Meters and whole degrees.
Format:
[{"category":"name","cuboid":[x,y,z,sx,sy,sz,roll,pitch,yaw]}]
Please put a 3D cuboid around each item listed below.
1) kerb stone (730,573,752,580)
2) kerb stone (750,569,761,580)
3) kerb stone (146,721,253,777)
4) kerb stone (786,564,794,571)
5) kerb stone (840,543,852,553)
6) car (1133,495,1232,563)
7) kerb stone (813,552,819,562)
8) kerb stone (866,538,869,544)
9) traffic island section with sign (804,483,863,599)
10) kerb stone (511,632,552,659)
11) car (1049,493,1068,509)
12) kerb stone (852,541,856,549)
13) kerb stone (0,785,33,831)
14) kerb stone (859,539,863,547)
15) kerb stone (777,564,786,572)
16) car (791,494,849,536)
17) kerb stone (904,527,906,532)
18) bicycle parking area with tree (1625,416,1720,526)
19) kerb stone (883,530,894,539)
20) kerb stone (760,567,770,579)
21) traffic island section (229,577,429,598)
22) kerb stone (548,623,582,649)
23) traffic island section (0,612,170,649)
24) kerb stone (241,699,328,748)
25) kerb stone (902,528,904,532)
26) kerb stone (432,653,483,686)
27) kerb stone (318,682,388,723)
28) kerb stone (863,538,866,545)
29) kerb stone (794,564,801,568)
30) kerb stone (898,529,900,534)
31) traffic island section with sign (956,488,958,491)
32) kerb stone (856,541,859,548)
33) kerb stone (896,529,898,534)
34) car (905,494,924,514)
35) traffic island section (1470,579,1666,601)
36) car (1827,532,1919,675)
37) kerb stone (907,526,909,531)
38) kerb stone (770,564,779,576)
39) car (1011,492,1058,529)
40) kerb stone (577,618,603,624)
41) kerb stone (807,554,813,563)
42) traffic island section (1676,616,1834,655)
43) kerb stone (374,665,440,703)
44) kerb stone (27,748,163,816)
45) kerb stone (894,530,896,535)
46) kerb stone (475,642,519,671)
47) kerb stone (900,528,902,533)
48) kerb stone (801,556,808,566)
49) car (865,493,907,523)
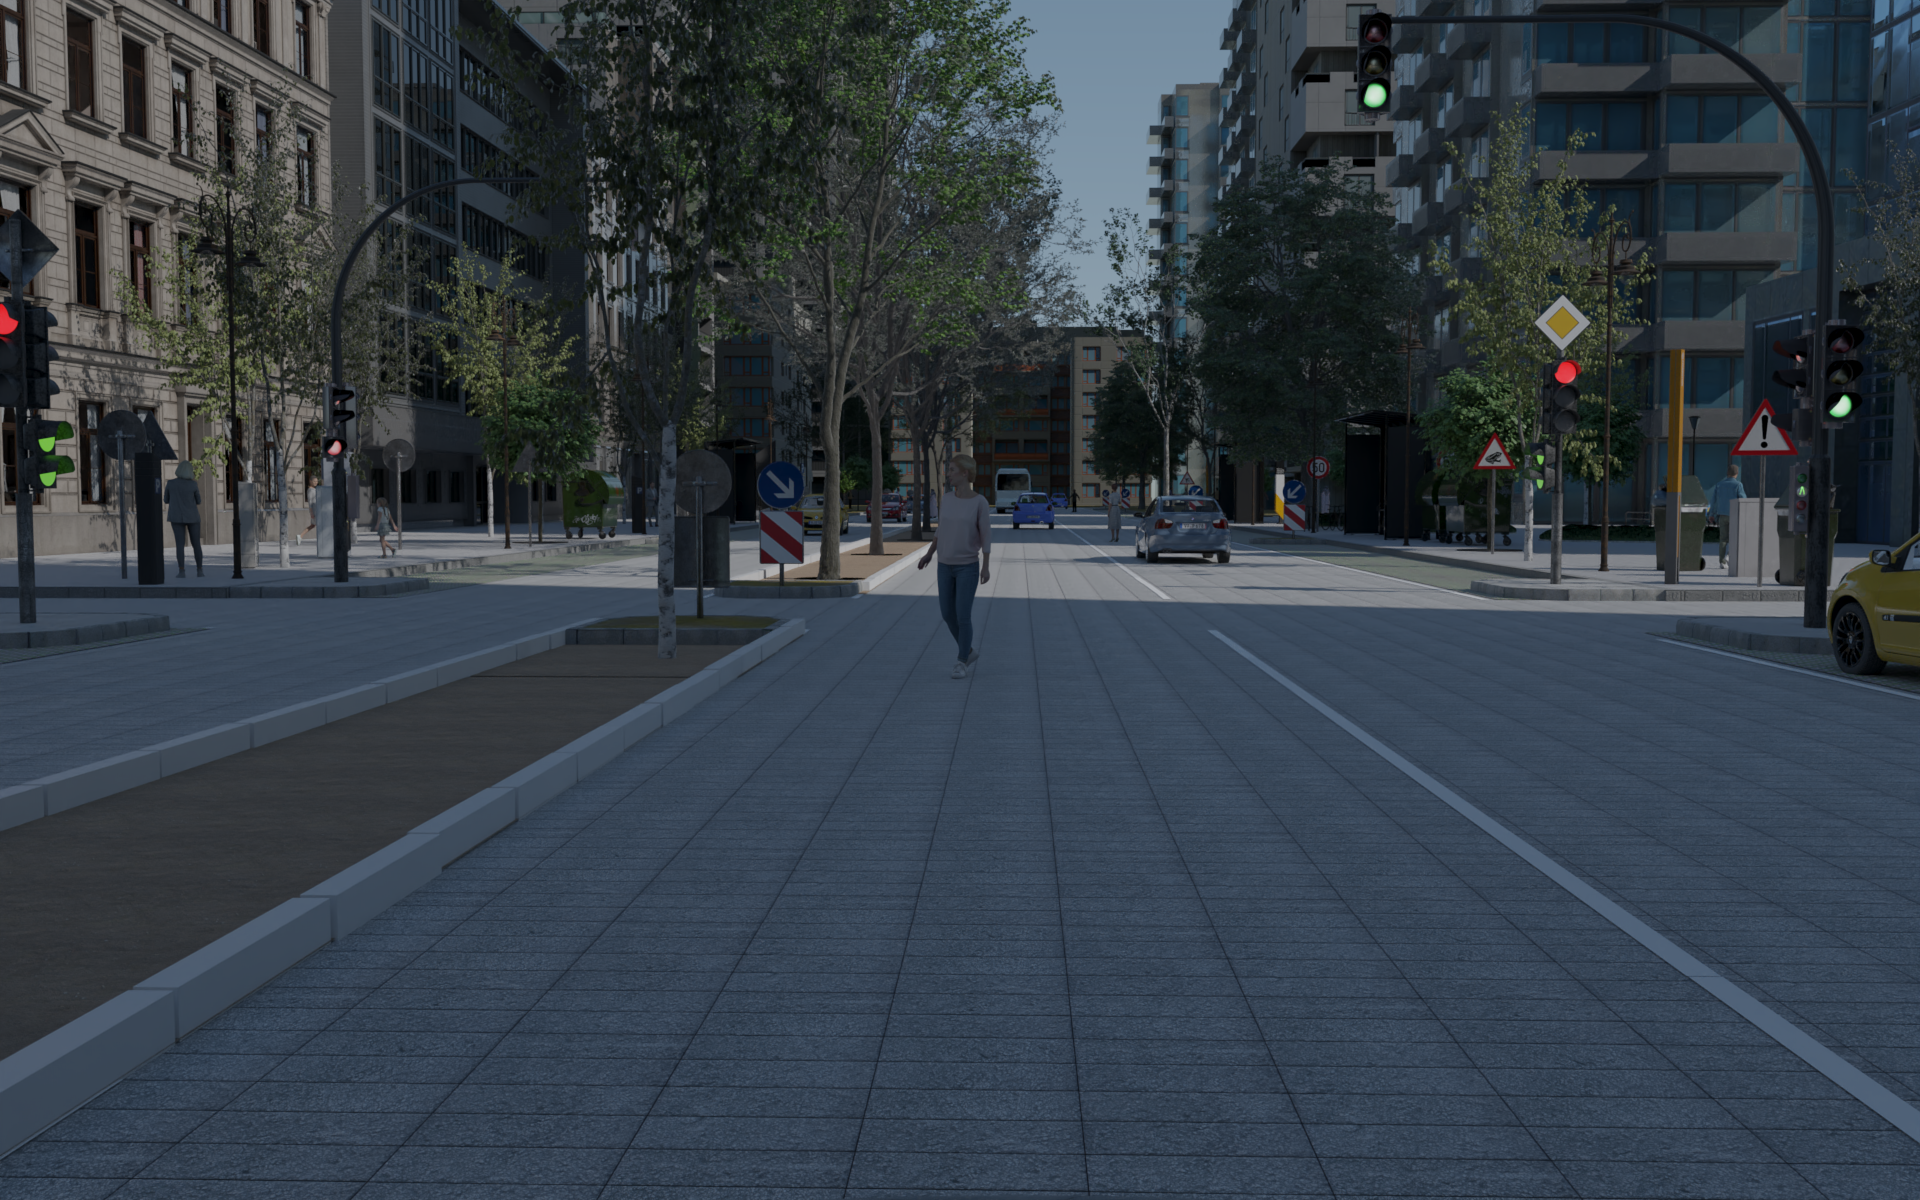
[{"category":"kerb stone","cuboid":[-3.437,-0.301,27.118,0.120,0.150,1.000,0,4,2]},{"category":"kerb stone","cuboid":[-3.405,-0.359,28.152,0.120,0.150,1.000,0,4,2]},{"category":"kerb stone","cuboid":[-4.046,0.796,9.183,0.120,0.150,1.000,0,4,2]},{"category":"kerb stone","cuboid":[-3.264,-0.613,32.253,0.120,0.150,1.000,0,4,2]},{"category":"kerb stone","cuboid":[-2.881,-1.302,43.545,0.120,0.150,1.000,0,4,2]},{"category":"car","cuboid":[4.778,-1.548,37.317,2.014,1.417,4.499,0,4,1]},{"category":"kerb stone","cuboid":[-3.124,-0.867,36.371,0.120,0.150,1.000,0,4,2]},{"category":"kerb stone","cuboid":[-2.719,-1.619,48.674,0.120,0.150,1.000,0,4,2]},{"category":"traffic island section with sign","cuboid":[-2.454,-1.012,24.675,2.006,1.907,1.989,0,4,2]},{"category":"kerb stone","cuboid":[-3.836,0.419,15.345,0.120,0.150,1.000,0,4,2]},{"category":"car","cuboid":[9.350,-9.437,163.888,1.945,1.707,3.694,0,4,3]},{"category":"kerb stone","cuboid":[-2.848,-1.367,44.575,0.120,0.150,1.000,0,4,2]},{"category":"kerb stone","cuboid":[-4.114,0.923,7.135,0.120,0.150,1.000,0,4,2]},{"category":"kerb stone","cuboid":[-2.784,-1.494,46.619,0.120,0.150,1.000,0,4,2]},{"category":"kerb stone","cuboid":[-3.303,-0.552,31.226,0.120,0.150,1.000,0,4,2]},{"category":"car","cuboid":[-4.881,-3.107,61.018,2.015,1.641,3.980,0,4,1]},{"category":"kerb stone","cuboid":[-2.194,-2.561,64.067,0.120,0.150,1.000,0,4,2]},{"category":"bicycle parking area with tree","cuboid":[29.499,-4.702,63.879,8.231,4.147,9.016,0,4,5]},{"category":"kerb stone","cuboid":[-2.400,-2.184,57.910,0.120,0.150,1.000,0,4,2]},{"category":"kerb stone","cuboid":[-3.368,-0.427,29.182,0.120,0.150,1.000,0,4,2]},{"category":"traffic island section","cuboid":[-9.033,-0.181,25.239,2.009,0.180,2.903,0,4,2]},{"category":"kerb stone","cuboid":[-3.789,0.358,16.379,0.120,0.150,1.000,0,4,2]},{"category":"traffic island section","cuboid":[-9.301,0.307,17.259,2.009,0.180,2.903,0,4,2]},{"category":"kerb stone","cuboid":[-4.001,0.733,10.212,0.120,0.150,1.000,0,4,2]},{"category":"kerb stone","cuboid":[-2.238,-2.498,63.046,0.120,0.150,1.000,0,4,2]},{"category":"kerb stone","cuboid":[-3.901,0.544,13.297,0.120,0.150,1.000,0,4,2]},{"category":"kerb stone","cuboid":[-3.971,0.675,11.242,0.120,0.150,1.000,0,4,2]},{"category":"kerb stone","cuboid":[-2.747,-1.553,47.641,0.120,0.150,1.000,0,4,2]},{"category":"kerb stone","cuboid":[-3.234,-0.678,33.287,0.120,0.150,1.000,0,4,2]},{"category":"kerb stone","cuboid":[-2.302,-2.373,60.990,0.120,0.150,1.000,0,4,2]},{"category":"traffic island section with sign","cuboid":[0.060,-5.605,99.771,2.006,1.907,1.989,0,4,2]},{"category":"kerb stone","cuboid":[-2.820,-1.431,45.597,0.120,0.150,1.000,0,4,2]},{"category":"kerb stone","cuboid":[-2.327,-2.310,59.966,0.120,0.150,1.000,0,4,2]},{"category":"car","cuboid":[-3.061,-7.039,127.094,2.014,1.417,4.499,0,4,2]},{"category":"traffic island section","cuboid":[8.498,-0.145,24.647,2.009,0.180,2.903,0,4,2]},{"category":"car","cuboid":[7.857,-0.138,12.482,2.015,1.641,3.980,0,4,0]},{"category":"kerb stone","cuboid":[-2.137,-2.683,66.135,0.120,0.150,1.000,0,4,2]},{"category":"kerb stone","cuboid":[-3.333,-0.487,30.205,0.120,0.150,1.000,0,4,2]},{"category":"car","cuboid":[3.054,-3.787,71.509,1.945,1.707,3.694,0,4,3]},{"category":"kerb stone","cuboid":[-3.762,0.293,17.402,0.120,0.150,1.000,0,4,2]},{"category":"kerb stone","cuboid":[-3.170,-0.804,35.349,0.120,0.150,1.000,0,4,2]},{"category":"traffic island section","cuboid":[8.230,0.343,16.667,2.009,0.180,2.903,0,4,2]},{"category":"kerb stone","cuboid":[-3.934,0.607,12.276,0.120,0.150,1.000,0,4,2]},{"category":"kerb stone","cuboid":[-4.075,0.859,8.156,0.120,0.150,1.000,0,4,2]},{"category":"kerb stone","cuboid":[-2.369,-2.245,58.941,0.120,0.150,1.000,0,4,2]},{"category":"kerb stone","cuboid":[-3.875,0.486,14.319,0.120,0.150,1.000,0,4,2]},{"category":"kerb stone","cuboid":[-2.271,-2.435,62.013,0.120,0.150,1.000,0,4,2]},{"category":"kerb stone","cuboid":[-3.193,-0.740,34.325,0.120,0.150,1.000,0,4,2]},{"category":"car","cuboid":[-3.737,-4.869,88.654,2.155,1.783,4.494,0,4,4]}]
